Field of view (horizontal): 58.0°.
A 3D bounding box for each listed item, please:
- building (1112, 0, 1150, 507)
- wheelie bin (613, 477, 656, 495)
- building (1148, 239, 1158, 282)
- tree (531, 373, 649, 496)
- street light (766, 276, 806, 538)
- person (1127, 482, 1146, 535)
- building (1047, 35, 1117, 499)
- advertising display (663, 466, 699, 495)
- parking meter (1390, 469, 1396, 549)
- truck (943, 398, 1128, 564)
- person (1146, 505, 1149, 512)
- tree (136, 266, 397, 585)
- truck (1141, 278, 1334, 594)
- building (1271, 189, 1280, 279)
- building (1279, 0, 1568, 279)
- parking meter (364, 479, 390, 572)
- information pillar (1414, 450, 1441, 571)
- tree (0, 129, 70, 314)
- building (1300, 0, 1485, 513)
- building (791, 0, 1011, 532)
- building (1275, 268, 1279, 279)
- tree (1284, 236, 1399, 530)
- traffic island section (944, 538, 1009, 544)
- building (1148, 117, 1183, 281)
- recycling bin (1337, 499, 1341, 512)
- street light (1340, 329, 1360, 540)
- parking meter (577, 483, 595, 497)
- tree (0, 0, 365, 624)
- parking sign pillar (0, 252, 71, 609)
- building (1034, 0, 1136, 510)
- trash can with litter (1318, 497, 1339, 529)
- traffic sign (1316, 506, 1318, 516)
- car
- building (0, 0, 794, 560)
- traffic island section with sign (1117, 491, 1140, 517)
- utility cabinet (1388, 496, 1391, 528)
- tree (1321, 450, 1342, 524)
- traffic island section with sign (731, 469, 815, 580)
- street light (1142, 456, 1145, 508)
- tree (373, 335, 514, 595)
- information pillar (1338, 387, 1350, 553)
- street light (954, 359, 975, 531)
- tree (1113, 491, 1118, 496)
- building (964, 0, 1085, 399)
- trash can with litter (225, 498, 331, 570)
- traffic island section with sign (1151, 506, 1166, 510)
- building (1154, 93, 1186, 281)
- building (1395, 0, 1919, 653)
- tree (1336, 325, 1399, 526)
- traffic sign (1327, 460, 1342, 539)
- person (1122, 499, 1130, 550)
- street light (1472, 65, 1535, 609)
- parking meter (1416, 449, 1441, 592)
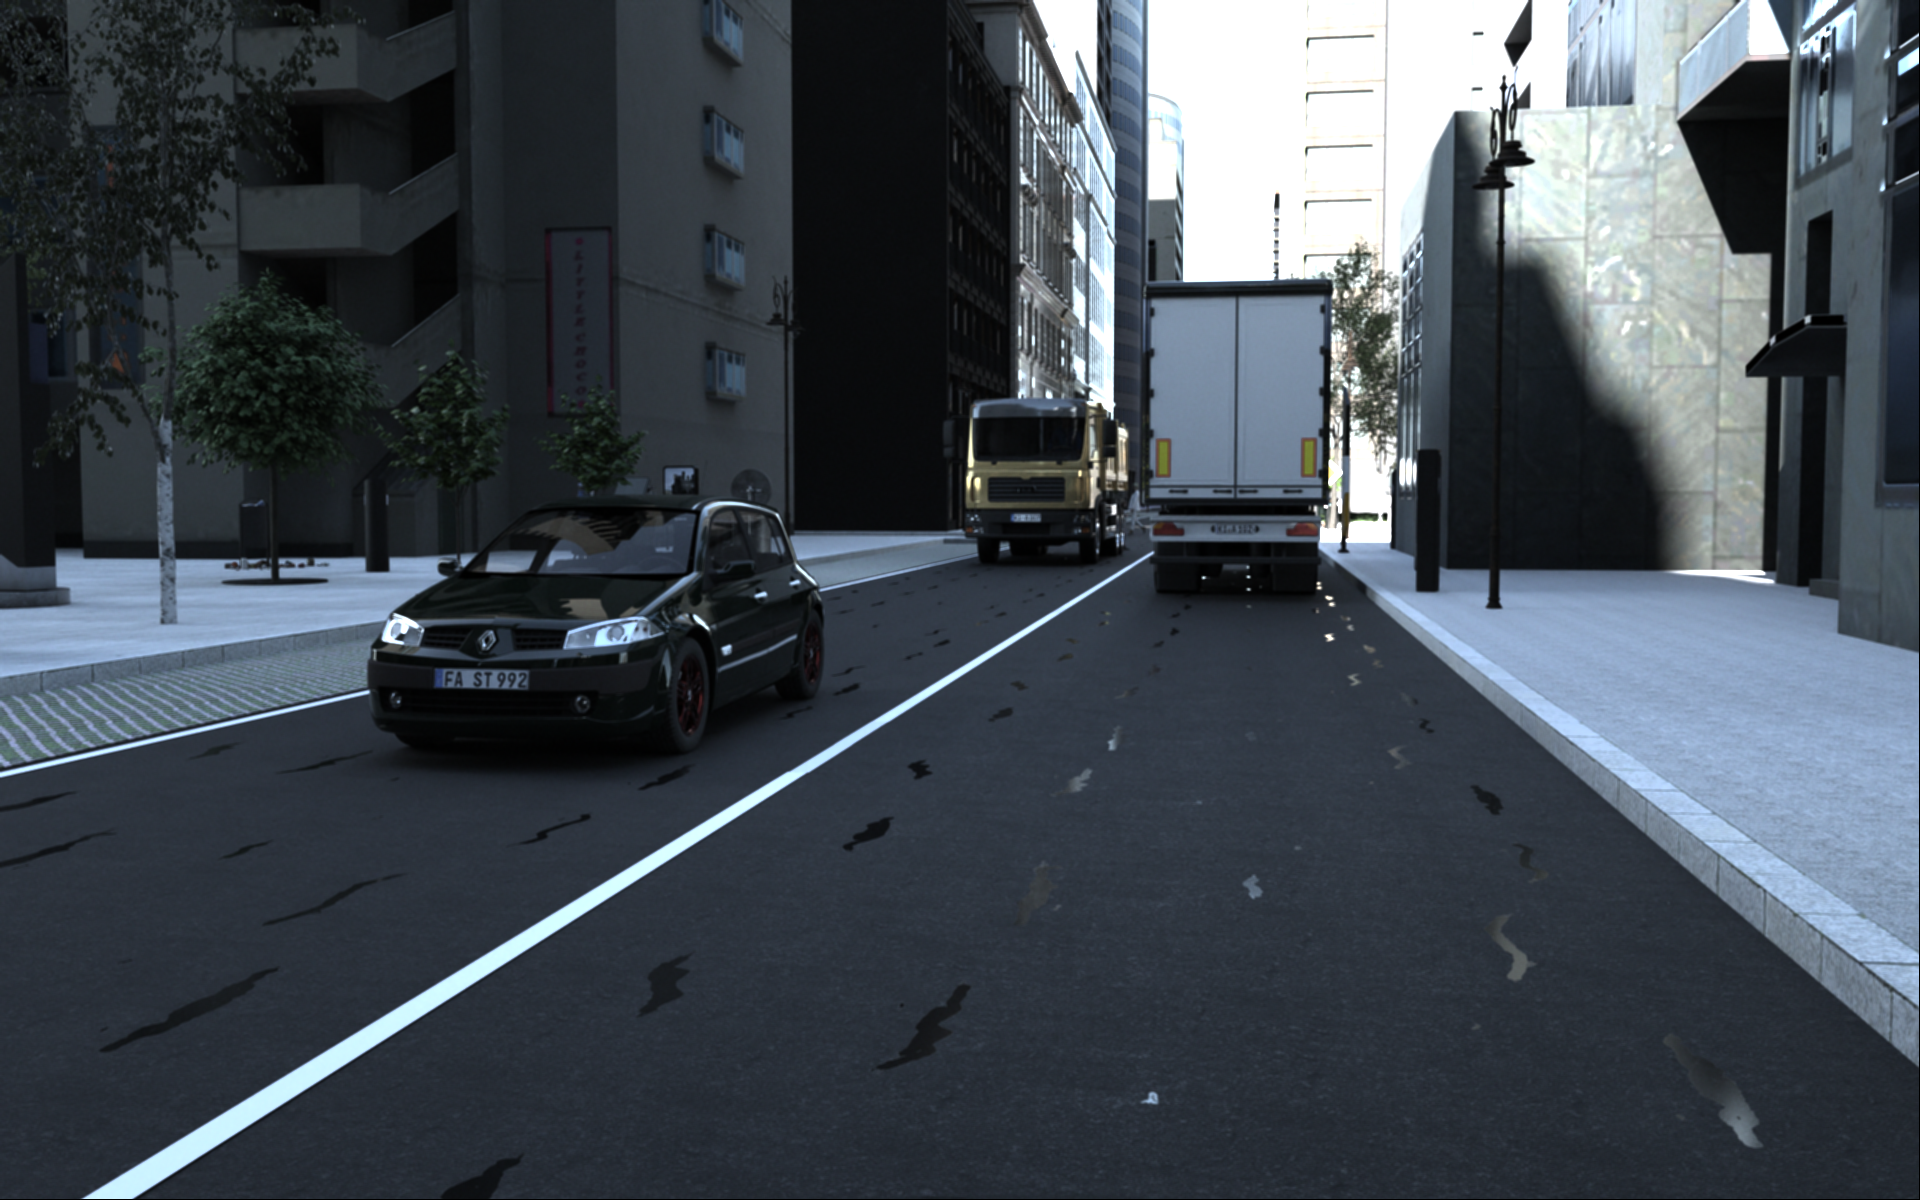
[{"bbox_3d":[6.971,-38.302,168.242,21.231,58.520,28.212,1,4,9],"label":"building"},{"bbox_3d":[-6.117,-1.505,32.508,0.980,1.594,0.693,1,4,17],"label":"wheelie bin"},{"bbox_3d":[14.233,-25.578,189.908,14.160,30.474,14.107,1,4,9],"label":"building"},{"bbox_3d":[-5.707,-2.024,27.690,1.663,3.219,1.824,0,3,0],"label":"tree"},{"bbox_3d":[-3.685,-3.916,36.808,0.468,5.910,1.993,1,4,9],"label":"street light"},{"bbox_3d":[6.238,-3.222,61.065,0.818,1.842,0.514,-1,4,-17],"label":"person"},{"bbox_3d":[3.581,-20.586,114.076,11.434,29.767,29.804,1,4,9],"label":"building"},{"bbox_3d":[-6.374,-2.102,39.576,0.974,1.923,0.123,2,4,33],"label":"advertising display"},{"bbox_3d":[10.192,-2.116,40.314,0.255,1.863,0.399,0,4,0],"label":"parking meter"},{"bbox_3d":[2.012,-2.568,37.903,3.469,3.379,9.791,1,4,10],"label":"truck"},{"bbox_3d":[14.650,-7.754,136.066,0.721,1.735,1.217,0,4,5],"label":"person"},{"bbox_3d":[-9.833,-2.521,24.925,4.285,4.588,4.351,0,3,0],"label":"tree"},{"bbox_3d":[4.528,-2.404,28.226,2.839,4.237,11.283,1,4,9],"label":"truck"},{"bbox_3d":[54.551,-35.894,241.483,22.147,44.769,28.867,1,4,9],"label":"building"},{"bbox_3d":[31.945,-35.029,114.719,21.231,58.520,28.212,1,4,9],"label":"building"},{"bbox_3d":[-9.618,-1.232,28.561,0.372,1.533,0.369,0,3,0],"label":"parking meter"},{"bbox_3d":[7.827,-1.500,29.013,0.304,2.012,0.304,3,5,41],"label":"information pillar"},{"bbox_3d":[-17.238,-4.771,28.373,4.737,8.622,4.395,0,3,0],"label":"tree"},{"bbox_3d":[24.303,-24.674,87.019,14.154,41.232,14.086,1,4,9],"label":"building"},{"bbox_3d":[-5.203,-14.528,67.217,12.332,23.373,15.834,1,4,9],"label":"building"},{"bbox_3d":[47.068,-27.471,220.844,14.160,30.474,14.107,1,4,9],"label":"building"},{"bbox_3d":[13.748,-7.809,62.084,7.601,10.594,8.767,0,4,-6],"label":"tree"},{"bbox_3d":[0.735,-1.754,50.956,2.009,0.180,2.903,1,4,9],"label":"traffic island section"},{"bbox_3d":[18.000,-36.950,227.834,21.300,48.544,21.600,1,4,9],"label":"building"},{"bbox_3d":[17.755,-4.188,81.034,0.722,1.027,0.722,0,4,8],"label":"recycling bin"},{"bbox_3d":[10.954,-4.648,48.781,0.468,5.910,1.993,1,4,9],"label":"street light"},{"bbox_3d":[-7.081,-1.501,32.947,0.372,1.533,0.369,0,3,0],"label":"parking meter"},{"bbox_3d":[-8.069,-4.066,16.849,4.360,8.622,3.978,0,3,0],"label":"tree"},{"bbox_3d":[-11.059,-1.918,19.837,1.447,3.967,1.447,1,4,21],"label":"parking sign pillar"},{"bbox_3d":[4.222,-43.141,143.612,20.563,71.187,20.611,1,4,9],"label":"building"},{"bbox_3d":[13.473,-3.179,63.370,0.624,1.170,1.055,0,4,-7],"label":"trash can with litter"},{"bbox_3d":[11.775,-3.272,57.143,0.795,2.450,0.064,1,4,9],"label":"traffic sign"},{"bbox_3d":[-2.096,-0.069,10.915,2.009,1.686,4.222,1,4,10],"label":"car"},{"bbox_3d":[-17.238,-25.672,43.442,21.600,48.544,21.300,1,4,9],"label":"building"},{"bbox_3d":[10.187,-6.073,107.929,1.989,1.847,2.006,1,4,9],"label":"traffic island section with sign"},{"bbox_3d":[16.962,-3.391,66.610,1.020,1.237,0.306,-1,4,-22],"label":"utility cabinet"},{"bbox_3d":[15.845,-4.870,74.232,1.663,3.219,1.824,0,3,0],"label":"tree"},{"bbox_3d":[-3.311,-1.099,26.589,1.989,1.847,2.006,1,4,9],"label":"traffic island section with sign"},{"bbox_3d":[17.531,-11.758,165.033,0.468,5.910,1.993,1,4,9],"label":"street light"},{"bbox_3d":[-6.305,-1.629,21.228,1.663,3.219,1.824,0,3,0],"label":"tree"},{"bbox_3d":[8.402,-2.838,37.761,0.183,3.616,0.504,0,4,3],"label":"information pillar"},{"bbox_3d":[0.160,-5.289,59.258,0.468,5.910,1.993,1,4,9],"label":"street light"},{"bbox_3d":[11.621,-8.305,130.395,1.663,3.219,1.824,0,3,0],"label":"tree"},{"bbox_3d":[-1.105,-17.730,87.148,12.463,27.353,25.104,1,4,9],"label":"building"},{"bbox_3d":[-11.900,-1.173,30.231,1.678,1.210,2.233,3,4,38],"label":"trash can with litter"},{"bbox_3d":[18.321,-9.072,156.958,1.989,1.847,2.006,1,4,9],"label":"traffic island section with sign"},{"bbox_3d":[21.536,-43.434,252.143,21.231,58.520,28.212,1,4,9],"label":"building"},{"bbox_3d":[18.502,-43.272,20.177,22.319,86.520,31.000,1,4,9],"label":"building"},{"bbox_3d":[17.025,-7.296,69.656,4.360,8.622,3.978,0,3,0],"label":"tree"},{"bbox_3d":[10.468,-2.790,49.265,0.795,2.450,0.064,1,4,9],"label":"traffic sign"},{"bbox_3d":[4.157,-1.918,44.134,0.394,1.301,0.425,-1,4,-17],"label":"person"},{"bbox_3d":[5.999,-2.843,19.279,0.468,5.910,1.993,1,4,9],"label":"street light"},{"bbox_3d":[6.179,-1.047,22.831,0.255,1.863,0.399,1,4,23],"label":"parking meter"}]
